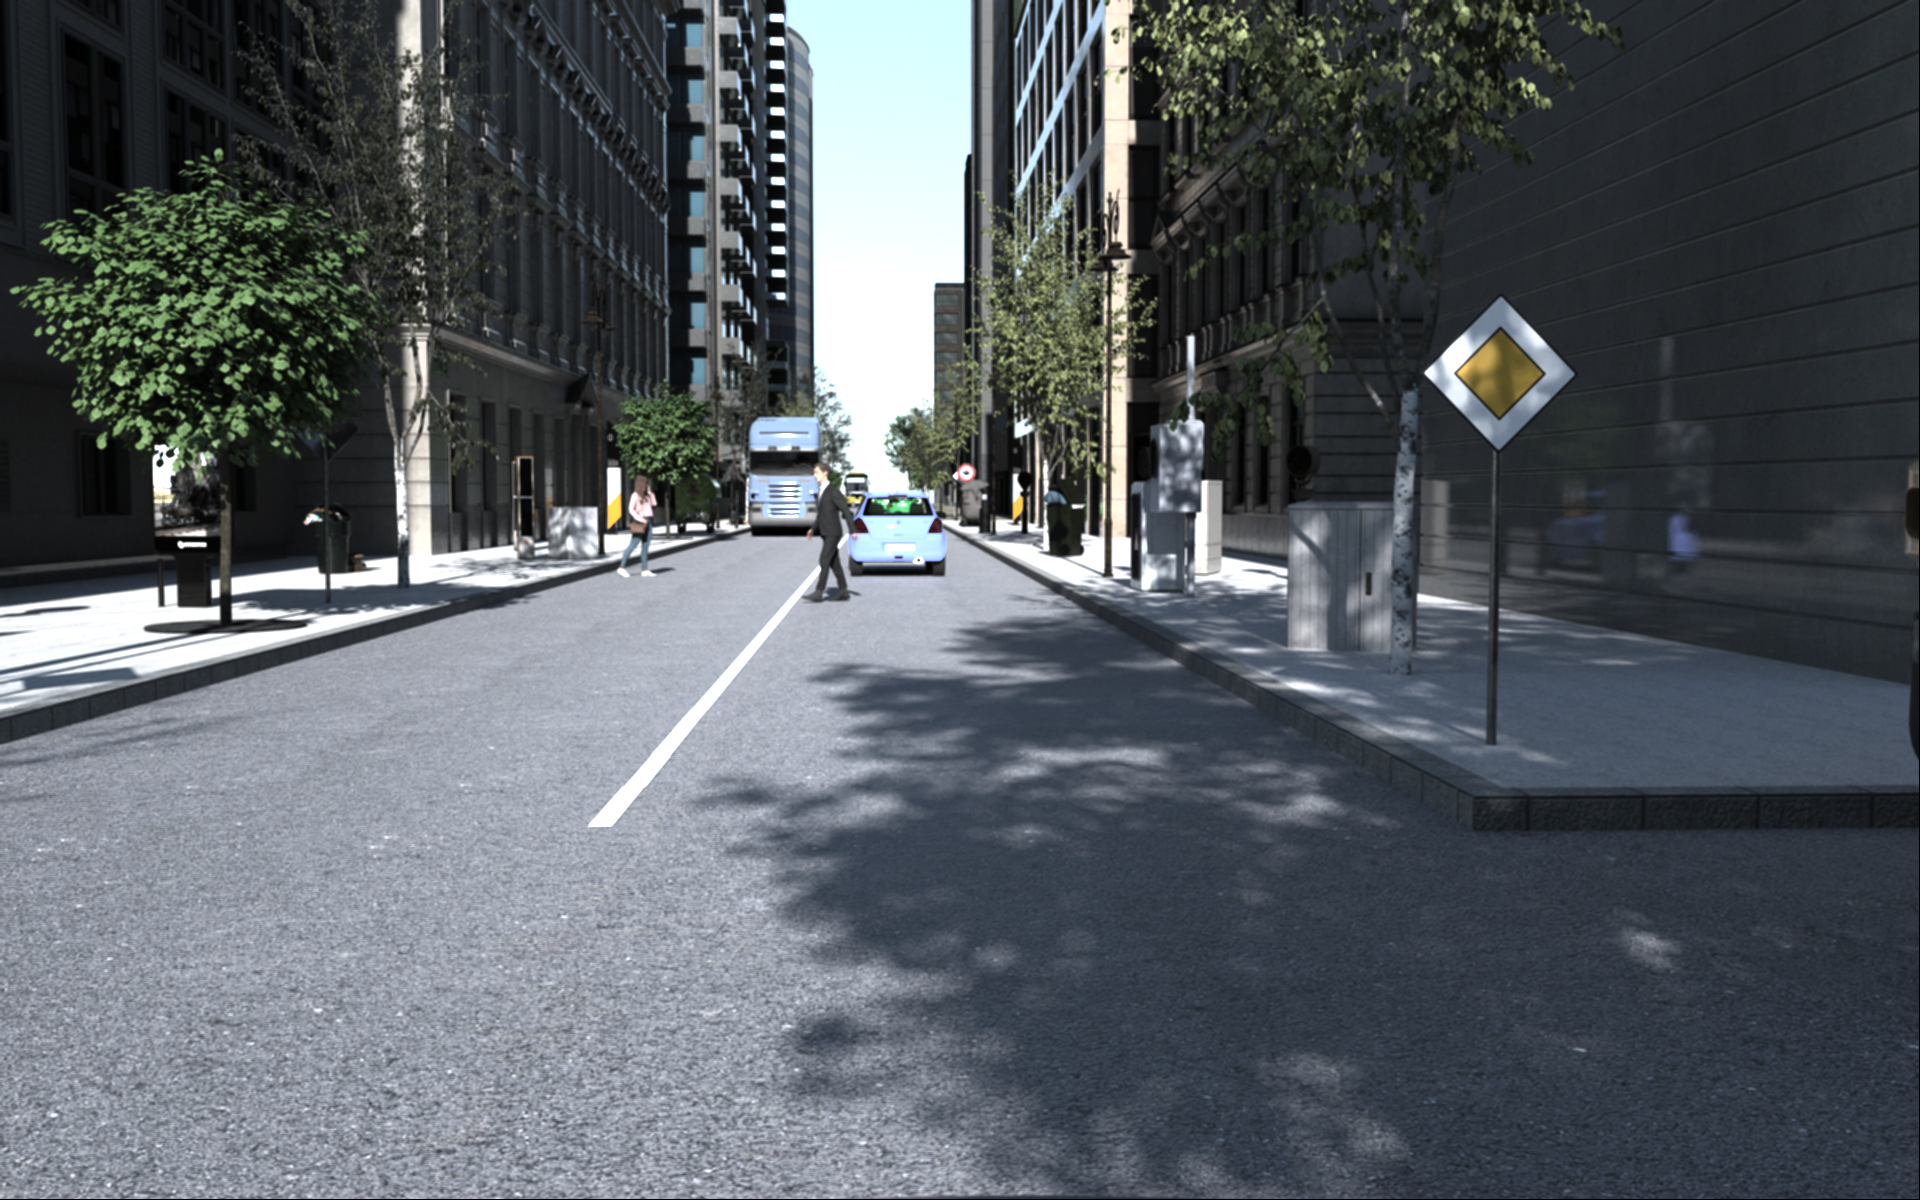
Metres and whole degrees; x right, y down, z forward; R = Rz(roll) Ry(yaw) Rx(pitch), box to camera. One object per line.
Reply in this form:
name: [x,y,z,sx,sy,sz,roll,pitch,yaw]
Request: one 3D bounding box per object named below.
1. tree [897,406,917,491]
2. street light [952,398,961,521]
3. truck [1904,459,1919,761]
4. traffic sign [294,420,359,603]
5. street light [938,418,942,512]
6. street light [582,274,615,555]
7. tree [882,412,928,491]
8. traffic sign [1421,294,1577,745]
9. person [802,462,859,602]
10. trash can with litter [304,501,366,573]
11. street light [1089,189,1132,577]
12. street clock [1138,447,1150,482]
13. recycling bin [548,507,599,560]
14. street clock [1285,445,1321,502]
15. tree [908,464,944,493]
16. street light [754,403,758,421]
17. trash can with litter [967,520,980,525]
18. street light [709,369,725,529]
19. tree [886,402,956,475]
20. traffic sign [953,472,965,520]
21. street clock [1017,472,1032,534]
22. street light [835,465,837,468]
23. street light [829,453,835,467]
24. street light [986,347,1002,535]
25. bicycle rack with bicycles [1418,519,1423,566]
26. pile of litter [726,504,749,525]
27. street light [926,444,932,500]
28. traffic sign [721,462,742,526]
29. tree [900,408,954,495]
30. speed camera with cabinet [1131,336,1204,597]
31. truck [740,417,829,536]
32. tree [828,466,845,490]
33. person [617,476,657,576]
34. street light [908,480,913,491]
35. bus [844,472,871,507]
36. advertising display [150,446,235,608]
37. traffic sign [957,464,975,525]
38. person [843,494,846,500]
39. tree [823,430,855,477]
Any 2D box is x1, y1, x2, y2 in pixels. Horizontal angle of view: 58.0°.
tree: [-0.431,-8.750,93.422,4.737,8.622,4.395,0,3,0]
street light: [-0.174,-6.771,83.500,0.468,5.910,1.993,0,4,-3]
truck: [8.248,-0.986,5.031,11.283,4.237,2.839,0,4,-1]
traffic sign: [-7.429,-1.170,20.307,0.795,2.450,0.064,0,4,3]
street light: [-1.135,-7.983,103.314,0.468,5.910,1.993,0,4,-3]
street light: [-7.589,-3.897,36.500,0.468,5.910,1.993,0,4,-3]
tree: [-6.402,-18.025,220.461,9.928,11.665,9.643,0,3,0]
traffic sign: [2.715,-0.315,8.795,0.795,2.450,0.064,0,4,-3]
person: [-1.792,-0.900,22.999,0.755,1.850,0.659,-2,4,-26]
trash can with litter: [-10.163,-1.031,28.245,0.624,1.170,1.055,0,4,7]
street light: [2.296,-3.295,26.667,0.468,5.910,1.993,0,4,-3]
street clock: [2.930,-1.358,26.771,0.358,2.002,0.471,-1,4,-15]
recycling bin: [-7.601,-1.314,34.031,0.722,1.027,0.722,3,5,41]
street clock: [5.056,-1.284,25.570,0.358,2.002,0.471,-3,5,-45]
tree: [-3.285,-11.227,167.279,4.285,4.588,4.351,0,3,0]
street light: [-9.961,-6.900,85.600,0.468,5.910,1.993,0,4,-3]
trash can with litter: [0.620,-3.658,71.198,0.624,1.170,1.055,-1,4,-19]
street light: [-8.976,-5.582,64.061,0.468,5.910,1.993,0,4,-3]
tree: [-4.033,-14.786,176.165,7.601,10.594,8.767,-1,4,-20]
traffic sign: [0.092,-4.387,72.916,0.795,2.450,0.064,0,4,1]
street clock: [2.089,-3.137,55.862,0.471,2.002,0.358,0,4,5]
street light: [-16.096,-15.421,224.926,0.468,5.910,1.993,0,4,-3]
street light: [-14.784,-13.687,196.565,0.468,5.910,1.993,0,4,-3]
street light: [1.070,-5.005,54.614,0.468,5.910,1.993,0,4,-3]
bicycle rack with bicycles: [8.433,-0.897,28.053,2.852,0.926,2.925,2,4,31]
pile of litter: [-9.320,-3.628,73.279,1.176,0.858,1.719,0,4,-3]
street light: [-2.355,-9.743,132.081,0.468,5.910,1.993,0,4,-3]
traffic sign: [-9.307,-4.317,70.585,0.884,2.594,0.081,0,4,5]
tree: [-2.777,-11.971,146.085,4.360,8.622,3.978,0,3,0]
speed camera with cabinet: [2.655,-1.719,22.439,0.660,3.252,2.038,0,4,-4]
truck: [-6.317,-4.689,66.423,2.967,4.110,18.799,0,4,-3]
tree: [-15.215,-13.507,204.547,4.285,4.588,4.351,0,3,0]
person: [-5.630,-1.289,30.172,0.643,1.750,0.593,1,4,18]
street light: [-7.211,-16.520,242.891,0.468,5.910,1.993,0,4,-3]
bus: [-11.530,-12.312,192.855,2.896,3.916,12.252,0,4,-4]
advertising display: [-8.683,-0.880,19.596,0.974,1.923,0.123,1,4,11]
traffic sign: [0.267,-4.426,72.469,0.768,2.556,0.104,0,4,4]
person: [-10.544,-8.869,156.759,0.557,1.426,1.065,1,4,22]
tree: [-17.840,-18.567,237.976,7.601,10.594,8.767,-3,5,-44]
